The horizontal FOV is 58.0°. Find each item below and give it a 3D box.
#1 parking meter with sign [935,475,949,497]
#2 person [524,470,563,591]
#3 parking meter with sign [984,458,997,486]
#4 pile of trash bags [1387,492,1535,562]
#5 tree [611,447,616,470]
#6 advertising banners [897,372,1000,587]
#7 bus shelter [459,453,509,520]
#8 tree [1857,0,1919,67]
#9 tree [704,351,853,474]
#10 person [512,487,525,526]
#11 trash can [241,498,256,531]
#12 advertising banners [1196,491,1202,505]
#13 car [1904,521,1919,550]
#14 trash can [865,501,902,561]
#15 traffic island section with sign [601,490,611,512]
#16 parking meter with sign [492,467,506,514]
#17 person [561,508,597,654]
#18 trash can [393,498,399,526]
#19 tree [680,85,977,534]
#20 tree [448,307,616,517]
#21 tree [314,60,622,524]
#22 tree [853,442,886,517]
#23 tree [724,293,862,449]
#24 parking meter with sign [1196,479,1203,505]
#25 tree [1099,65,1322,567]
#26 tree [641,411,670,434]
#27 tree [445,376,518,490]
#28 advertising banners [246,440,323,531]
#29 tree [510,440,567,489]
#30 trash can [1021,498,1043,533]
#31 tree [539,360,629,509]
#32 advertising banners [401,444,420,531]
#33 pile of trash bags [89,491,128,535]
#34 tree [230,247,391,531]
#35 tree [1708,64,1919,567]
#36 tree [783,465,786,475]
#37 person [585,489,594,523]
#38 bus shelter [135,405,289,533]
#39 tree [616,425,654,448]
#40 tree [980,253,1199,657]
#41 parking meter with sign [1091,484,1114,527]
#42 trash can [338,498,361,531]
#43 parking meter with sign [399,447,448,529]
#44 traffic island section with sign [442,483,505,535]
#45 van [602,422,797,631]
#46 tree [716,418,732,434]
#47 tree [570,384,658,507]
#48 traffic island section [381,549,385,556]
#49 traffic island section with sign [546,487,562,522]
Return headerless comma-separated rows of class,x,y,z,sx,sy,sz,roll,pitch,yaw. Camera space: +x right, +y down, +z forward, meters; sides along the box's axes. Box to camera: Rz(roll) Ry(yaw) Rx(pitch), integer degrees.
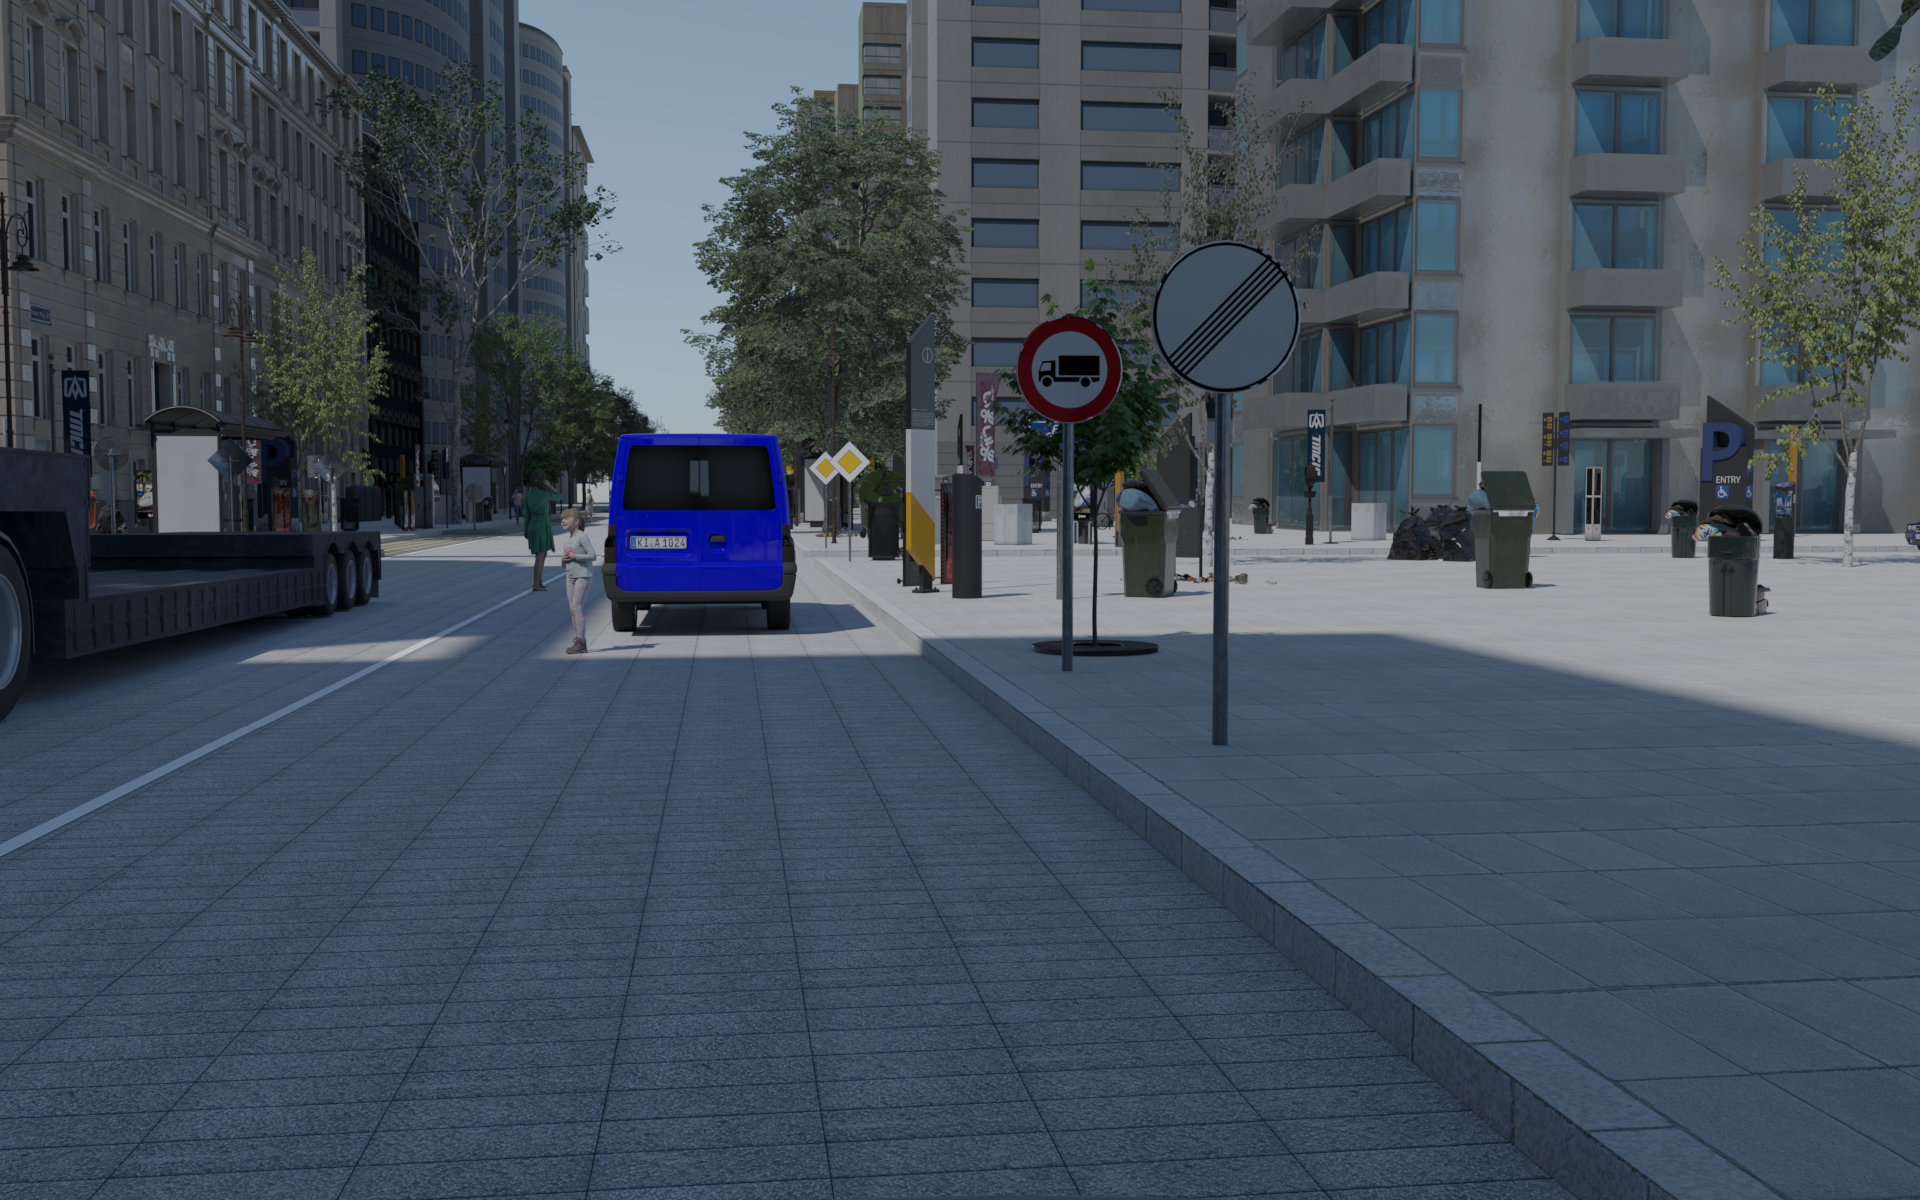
parking meter with sign,-0.817,-4.483,69.566,1.738,3.016,0.543,3,5,44
person,-6.255,-1.037,25.704,0.600,1.795,0.529,1,4,16
parking meter with sign,1.376,-5.261,82.278,0.543,3.016,1.738,1,4,10
pile of trash bags,10.166,-1.495,34.192,3.447,1.369,1.912,-2,4,-35
tree,-36.718,-14.592,188.944,4.360,8.622,3.978,0,3,0
advertising banners,-0.119,-1.736,24.566,0.090,3.025,2.074,3,5,44
bus shelter,-24.479,-5.804,88.816,2.014,3.302,5.546,0,4,-8
tree,3.211,-1.180,3.008,4.285,4.588,4.351,0,3,0
tree,-10.772,-11.540,105.687,9.611,12.733,9.660,0,3,0
person,-19.846,-4.226,78.189,0.643,1.750,0.593,2,4,26
trash can,-23.335,-2.738,56.418,0.748,1.137,0.748,0,3,0
advertising banners,10.566,-5.004,78.003,0.090,3.025,2.074,2,4,25
car,24.606,-1.742,41.063,3.894,1.354,1.945,-1,4,-8
trash can,-1.475,-1.335,33.485,0.748,1.137,0.748,0,3,0
traffic island section with sign,-27.564,-7.913,138.009,1.989,1.847,2.006,0,4,-8
parking meter with sign,-30.236,-7.075,111.936,1.738,3.016,0.543,0,4,5
person,-3.467,-0.175,15.641,0.425,1.301,0.394,2,4,25
trash can,-22.383,-3.536,69.467,0.748,1.137,0.748,0,3,0
tree,-4.046,-9.113,55.649,9.857,13.997,8.962,0,3,0
tree,-24.688,-10.472,96.973,9.928,11.665,9.643,0,3,0
tree,-20.569,-13.343,74.045,12.611,20.169,13.585,0,3,0
tree,-5.526,-7.051,99.003,4.285,4.588,4.351,0,3,0
tree,-7.998,-9.759,85.308,9.928,11.665,9.643,0,3,0
parking meter with sign,12.027,-5.626,88.242,1.738,3.016,0.543,0,4,8
tree,4.401,-4.907,30.600,4.360,8.622,3.978,0,3,0
tree,-46.533,-21.160,256.335,12.009,13.543,11.850,0,3,0
tree,-30.066,-9.693,108.842,4.737,8.622,4.395,0,3,0
advertising banners,-18.151,-3.069,46.362,2.074,3.025,0.090,-3,4,-36
tree,-25.494,-7.400,104.709,4.285,4.588,4.351,0,3,0
trash can,2.364,-2.767,56.900,0.748,1.137,0.748,0,3,0
tree,-32.044,-13.998,146.999,7.486,12.596,7.792,0,3,0
advertising banners,-19.164,-3.934,60.511,0.090,3.025,2.074,0,3,0
pile of trash bags,-20.953,-1.942,41.509,1.912,1.369,3.447,-2,4,-26
tree,-18.716,-6.182,51.438,4.737,8.622,4.395,0,3,0
tree,15.608,-4.896,30.410,4.737,8.622,4.395,0,3,0
tree,-10.275,-6.196,95.910,1.663,3.219,1.824,0,3,0
person,-18.299,-4.649,85.508,0.522,1.701,0.512,0,4,3
bus shelter,-18.121,-2.959,42.305,2.014,3.302,5.546,0,4,-7
tree,-40.077,-16.901,210.750,8.767,10.594,7.601,3,5,40
tree,0.971,-1.193,14.109,1.663,3.219,1.824,0,3,0
parking meter with sign,5.594,-4.321,66.906,0.543,3.016,1.738,-3,4,-38
trash can,-20.812,-2.900,59.067,0.748,1.137,0.748,0,3,0
parking meter with sign,-19.999,-4.179,64.586,1.738,3.016,0.543,-1,4,-9
traffic island section with sign,-17.294,-3.245,61.681,1.989,1.847,2.006,0,4,-8
van,-2.934,-0.944,19.812,2.240,2.365,5.245,0,4,-8
tree,-20.300,-16.482,179.847,12.009,13.543,11.850,0,3,0
tree,-35.421,-15.931,177.476,9.611,12.733,9.660,0,3,0
traffic island section,-14.275,-1.042,39.311,2.009,0.180,2.903,0,4,-8
traffic island section with sign,-20.895,-4.879,88.395,1.989,1.847,2.006,0,4,-8
